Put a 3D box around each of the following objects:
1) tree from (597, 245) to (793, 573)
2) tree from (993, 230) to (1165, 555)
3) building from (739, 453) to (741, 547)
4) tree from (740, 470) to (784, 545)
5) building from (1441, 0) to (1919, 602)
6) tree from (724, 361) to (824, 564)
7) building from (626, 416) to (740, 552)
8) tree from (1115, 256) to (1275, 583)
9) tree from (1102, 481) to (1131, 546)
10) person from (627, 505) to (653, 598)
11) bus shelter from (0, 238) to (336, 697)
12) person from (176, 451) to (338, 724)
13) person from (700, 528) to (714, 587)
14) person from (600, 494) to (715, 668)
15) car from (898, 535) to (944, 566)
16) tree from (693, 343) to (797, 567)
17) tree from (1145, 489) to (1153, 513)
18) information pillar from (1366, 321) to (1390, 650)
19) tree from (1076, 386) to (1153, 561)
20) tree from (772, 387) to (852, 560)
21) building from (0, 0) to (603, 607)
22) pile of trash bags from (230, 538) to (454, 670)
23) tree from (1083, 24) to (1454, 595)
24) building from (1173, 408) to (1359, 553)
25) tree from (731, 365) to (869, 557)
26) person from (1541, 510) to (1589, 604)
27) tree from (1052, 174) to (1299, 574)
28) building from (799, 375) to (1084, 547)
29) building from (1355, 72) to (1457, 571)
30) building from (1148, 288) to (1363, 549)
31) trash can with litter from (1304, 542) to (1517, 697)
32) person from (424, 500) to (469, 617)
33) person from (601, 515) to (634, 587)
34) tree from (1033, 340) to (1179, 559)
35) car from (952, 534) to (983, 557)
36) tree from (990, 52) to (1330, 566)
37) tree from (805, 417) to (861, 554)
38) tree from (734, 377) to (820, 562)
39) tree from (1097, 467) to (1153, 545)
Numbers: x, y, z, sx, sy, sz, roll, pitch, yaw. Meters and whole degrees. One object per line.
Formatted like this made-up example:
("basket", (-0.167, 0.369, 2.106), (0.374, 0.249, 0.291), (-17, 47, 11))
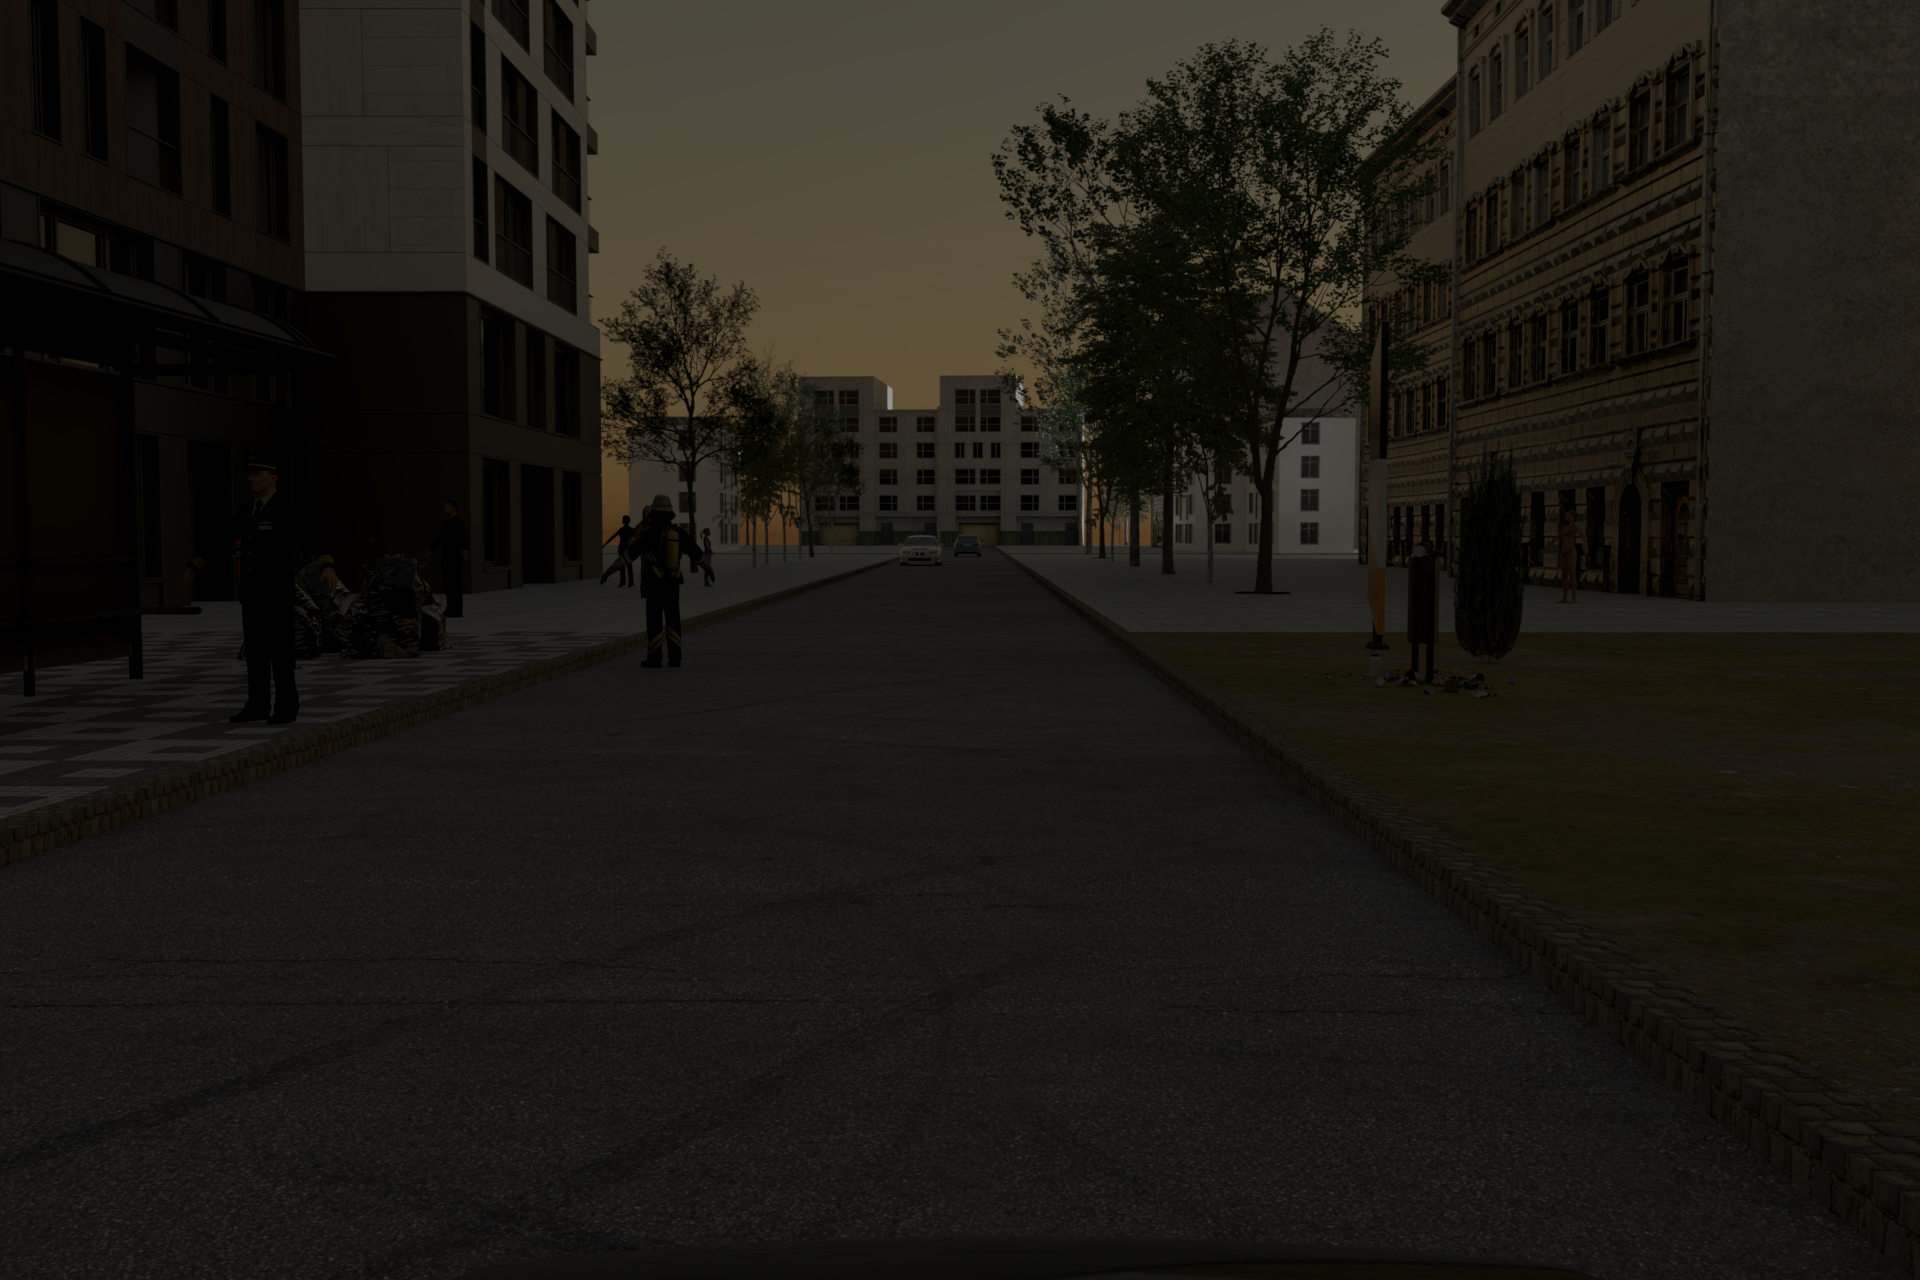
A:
("tree", (-9.123, -7.496, 56.971), (7.601, 10.594, 8.767), (-2, 4, -29))
("tree", (7.763, -15.389, 107.506), (12.611, 20.169, 13.585), (0, 3, 0))
("building", (-25.442, -13.694, 166.049), (9.099, 9.664, 28.070), (0, 4, 0))
("tree", (-23.568, -16.943, 195.139), (7.486, 12.596, 7.792), (0, 3, 0))
("building", (23.418, -12.844, 40.932), (19.493, 23.208, 18.063), (0, 4, 1))
("tree", (-8.061, -7.491, 72.835), (4.737, 8.622, 4.395), (0, 3, 0))
("building", (-21.952, -11.960, 137.699), (9.099, 9.664, 28.070), (0, 4, 0))
("tree", (6.356, -5.796, 45.121), (4.737, 8.622, 4.395), (0, 3, 0))
("tree", (18.081, -14.862, 193.360), (4.360, 8.622, 3.978), (0, 3, 0))
("person", (-6.234, -1.775, 34.793), (0.705, 1.858, 1.354), (2, 4, 35))
("bus shelter", (-6.636, -1.152, 12.756), (2.014, 3.302, 5.546), (0, 4, 2))
("person", (-4.745, -0.359, 11.804), (1.347, 1.837, 0.705), (1, 4, 21))
("person", (-6.102, -2.018, 42.256), (0.599, 1.433, 0.991), (-1, 4, -15))
("person", (-3.212, -0.638, 18.666), (1.354, 1.856, 0.705), (-3, 4, -36))
("car", (-1.776, -4.128, 79.859), (2.083, 1.381, 4.827), (0, 4, 1))
("tree", (-7.816, -7.099, 66.432), (4.360, 8.622, 3.978), (0, 3, 0))
("tree", (23.236, -14.903, 194.028), (4.360, 8.622, 3.978), (0, 3, 0))
("information pillar", (4.666, -1.711, 19.328), (0.183, 3.616, 0.504), (0, 4, 0))
("tree", (7.239, -8.000, 81.164), (4.737, 8.622, 4.395), (0, 3, 0))
("tree", (-8.180, -8.361, 87.068), (4.360, 8.622, 3.978), (0, 3, 0))
("building", (-24.330, -11.627, 34.073), (27.936, 21.610, 32.646), (0, 4, 0))
("pile of trash bags", (-6.548, -0.494, 17.830), (1.912, 1.369, 3.447), (0, 4, 1))
("tree", (6.467, -6.783, 36.653), (9.928, 11.665, 9.643), (0, 3, 0))
("building", (22.080, -11.476, 129.775), (9.099, 9.664, 28.070), (0, 4, 0))
("tree", (-8.444, -9.835, 95.211), (7.601, 10.594, 8.767), (2, 4, 29))
("person", (11.178, -1.539, 31.965), (0.721, 1.733, 1.217), (-1, 4, -20))
("tree", (6.772, -8.357, 54.772), (7.486, 12.596, 7.792), (0, 3, 0))
("building", (-1.546, -20.250, 199.999), (31.486, 18.905, 16.747), (0, 4, 5))
("building", (26.019, -14.204, 63.157), (19.493, 23.208, 18.063), (0, 4, 0))
("building", (28.105, -20.201, 161.213), (19.493, 23.208, 18.063), (0, 4, 0))
("trash can with litter", (3.913, -0.220, 14.653), (1.678, 1.210, 2.233), (0, 4, 0))
("person", (-7.876, -1.256, 26.756), (0.704, 1.802, 1.346), (-3, 5, -42))
("person", (-8.096, -2.140, 41.716), (0.721, 1.740, 1.216), (3, 5, 44))
("tree", (7.639, -10.122, 91.249), (9.928, 11.665, 9.643), (0, 3, 0))
("car", (0.474, -5.996, 110.039), (2.014, 1.417, 4.499), (0, 3, 0))
("tree", (8.247, -12.939, 67.435), (12.611, 20.169, 13.585), (0, 3, 0))
("tree", (-8.065, -9.686, 108.724), (4.360, 8.622, 3.978), (0, 3, 0))
("tree", (-7.873, -7.892, 79.391), (4.360, 8.622, 3.978), (0, 3, 0))
("tree", (19.601, -17.251, 200.178), (7.486, 12.596, 7.792), (0, 3, 0))
